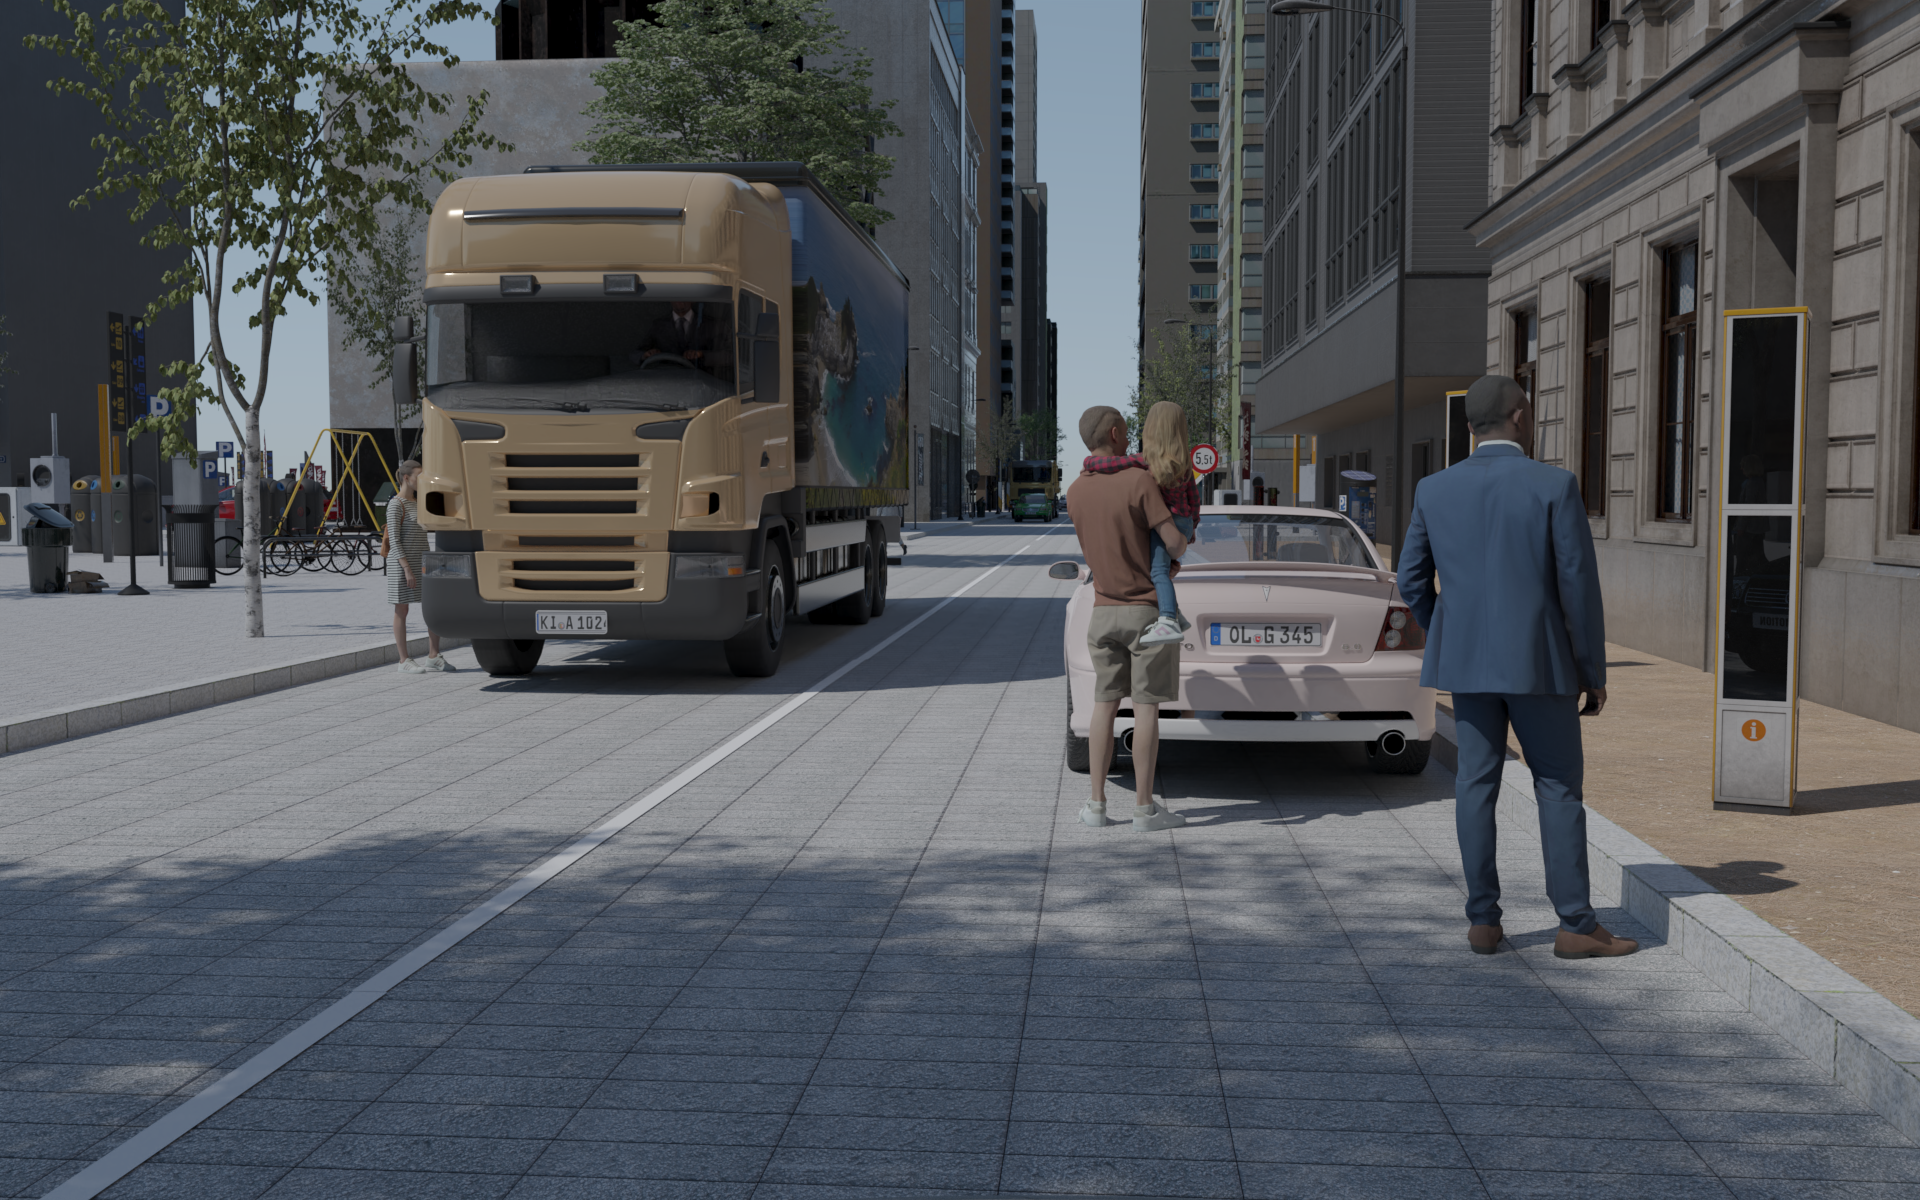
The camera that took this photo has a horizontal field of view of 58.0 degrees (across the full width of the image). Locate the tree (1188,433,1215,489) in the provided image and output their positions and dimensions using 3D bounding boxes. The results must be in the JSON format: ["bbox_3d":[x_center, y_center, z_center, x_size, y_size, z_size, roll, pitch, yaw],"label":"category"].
[{"bbox_3d":[11.055,-6.155,84.354,4.285,4.588,4.351,0,3,0],"label":"tree"}]

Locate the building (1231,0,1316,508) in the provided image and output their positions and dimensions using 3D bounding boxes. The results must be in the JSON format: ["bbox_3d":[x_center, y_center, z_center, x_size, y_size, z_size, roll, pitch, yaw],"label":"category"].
[{"bbox_3d":[20.775,-24.674,87.022,14.154,41.232,14.086,0,4,5],"label":"building"}]

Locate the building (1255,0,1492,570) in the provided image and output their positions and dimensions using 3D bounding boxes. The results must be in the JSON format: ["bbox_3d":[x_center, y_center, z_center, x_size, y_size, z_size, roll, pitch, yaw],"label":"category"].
[{"bbox_3d":[13.673,-14.575,31.816,14.314,27.812,24.014,0,4,5],"label":"building"}]

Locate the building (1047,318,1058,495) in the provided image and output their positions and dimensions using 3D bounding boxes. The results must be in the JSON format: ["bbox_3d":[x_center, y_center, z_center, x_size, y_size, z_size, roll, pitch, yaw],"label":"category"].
[{"bbox_3d":[8.561,-31.121,280.530,14.160,30.474,14.107,0,4,5],"label":"building"}]

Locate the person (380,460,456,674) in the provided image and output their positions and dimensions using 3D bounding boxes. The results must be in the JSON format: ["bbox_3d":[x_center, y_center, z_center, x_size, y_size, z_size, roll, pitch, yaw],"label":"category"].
[{"bbox_3d":[-4.394,-0.267,13.870,0.522,1.701,0.512,1,4,13],"label":"person"}]

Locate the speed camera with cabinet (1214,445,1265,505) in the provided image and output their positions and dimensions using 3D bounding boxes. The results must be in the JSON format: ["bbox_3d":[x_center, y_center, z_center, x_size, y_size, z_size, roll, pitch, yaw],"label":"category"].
[{"bbox_3d":[11.269,-4.617,69.827,2.038,3.252,0.660,-1,4,-21],"label":"speed camera with cabinet"}]

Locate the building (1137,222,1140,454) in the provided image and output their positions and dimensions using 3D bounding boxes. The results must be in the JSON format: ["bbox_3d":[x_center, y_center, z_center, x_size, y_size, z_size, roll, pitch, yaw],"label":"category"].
[{"bbox_3d":[38.967,-39.804,270.402,23.786,49.044,30.456,0,4,5],"label":"building"}]

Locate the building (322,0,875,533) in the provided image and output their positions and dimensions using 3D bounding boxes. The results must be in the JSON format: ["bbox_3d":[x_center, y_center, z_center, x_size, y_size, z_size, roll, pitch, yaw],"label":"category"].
[{"bbox_3d":[-11.763,-12.045,64.393,16.820,18.784,16.811,0,4,5],"label":"building"}]

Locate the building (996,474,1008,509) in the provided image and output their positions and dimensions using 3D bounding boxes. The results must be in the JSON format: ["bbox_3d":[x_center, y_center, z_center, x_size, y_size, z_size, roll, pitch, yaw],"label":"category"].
[{"bbox_3d":[-11.401,-28.442,156.905,32.217,40.220,23.993,0,4,5],"label":"building"}]

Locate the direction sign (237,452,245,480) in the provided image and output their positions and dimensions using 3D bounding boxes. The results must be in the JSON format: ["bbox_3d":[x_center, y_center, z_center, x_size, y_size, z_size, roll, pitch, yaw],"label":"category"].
[{"bbox_3d":[-38.273,-6.131,92.244,0.876,3.537,0.379,3,5,42],"label":"direction sign"}]

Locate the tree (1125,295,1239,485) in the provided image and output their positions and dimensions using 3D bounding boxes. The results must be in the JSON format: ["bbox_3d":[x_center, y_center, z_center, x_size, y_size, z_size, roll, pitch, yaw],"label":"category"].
[{"bbox_3d":[8.321,-6.915,63.428,4.360,8.622,3.978,0,3,0],"label":"tree"}]

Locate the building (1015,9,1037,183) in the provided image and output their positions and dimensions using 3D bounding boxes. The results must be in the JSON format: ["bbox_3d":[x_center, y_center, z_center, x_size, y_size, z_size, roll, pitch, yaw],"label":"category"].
[{"bbox_3d":[3.443,-50.402,262.327,20.563,71.187,20.611,0,4,5],"label":"building"}]

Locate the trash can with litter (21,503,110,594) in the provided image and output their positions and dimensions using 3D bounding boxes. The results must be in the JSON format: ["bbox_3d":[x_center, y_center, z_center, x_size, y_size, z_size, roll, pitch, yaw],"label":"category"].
[{"bbox_3d":[-11.617,-0.682,22.537,1.055,1.170,0.624,0,4,7],"label":"trash can with litter"}]

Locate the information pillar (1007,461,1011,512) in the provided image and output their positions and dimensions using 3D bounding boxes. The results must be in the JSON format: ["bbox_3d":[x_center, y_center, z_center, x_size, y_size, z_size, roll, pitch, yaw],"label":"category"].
[{"bbox_3d":[3.429,-7.953,121.387,0.183,3.616,0.504,2,4,26],"label":"information pillar"}]

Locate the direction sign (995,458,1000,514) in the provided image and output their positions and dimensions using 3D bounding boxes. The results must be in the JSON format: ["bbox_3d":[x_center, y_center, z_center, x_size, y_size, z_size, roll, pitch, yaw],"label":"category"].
[{"bbox_3d":[2.380,-7.165,109.137,0.379,3.537,0.876,1,4,17],"label":"direction sign"}]

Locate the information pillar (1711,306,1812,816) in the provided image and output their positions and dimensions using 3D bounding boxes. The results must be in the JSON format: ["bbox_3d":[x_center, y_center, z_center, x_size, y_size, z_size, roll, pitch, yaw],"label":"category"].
[{"bbox_3d":[3.248,-0.155,7.021,0.304,2.012,0.304,2,4,29],"label":"information pillar"}]

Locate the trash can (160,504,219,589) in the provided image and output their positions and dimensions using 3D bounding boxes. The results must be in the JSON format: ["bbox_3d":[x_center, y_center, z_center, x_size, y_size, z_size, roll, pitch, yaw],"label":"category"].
[{"bbox_3d":[-10.483,-0.732,23.615,0.748,1.137,0.748,0,3,0],"label":"trash can"}]

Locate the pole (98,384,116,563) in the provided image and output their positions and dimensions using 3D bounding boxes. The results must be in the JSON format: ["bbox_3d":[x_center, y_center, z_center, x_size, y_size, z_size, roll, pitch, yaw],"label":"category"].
[{"bbox_3d":[-15.941,-2.354,32.329,0.158,3.312,0.155,0,3,0],"label":"pole"}]

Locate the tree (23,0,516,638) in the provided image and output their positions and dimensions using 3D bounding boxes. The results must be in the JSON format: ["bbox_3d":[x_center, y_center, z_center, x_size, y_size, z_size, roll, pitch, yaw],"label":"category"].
[{"bbox_3d":[-6.278,-3.984,15.502,4.737,8.622,4.395,0,3,0],"label":"tree"}]

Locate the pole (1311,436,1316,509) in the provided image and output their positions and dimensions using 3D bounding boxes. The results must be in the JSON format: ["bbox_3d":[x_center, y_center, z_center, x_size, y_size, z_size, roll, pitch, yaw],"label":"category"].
[{"bbox_3d":[12.530,-4.123,61.255,0.158,3.312,0.155,0,3,0],"label":"pole"}]

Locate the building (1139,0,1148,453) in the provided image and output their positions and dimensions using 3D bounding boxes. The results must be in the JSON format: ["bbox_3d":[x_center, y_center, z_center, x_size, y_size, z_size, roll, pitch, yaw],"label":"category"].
[{"bbox_3d":[25.587,-31.616,140.619,21.300,48.544,21.600,0,4,5],"label":"building"}]

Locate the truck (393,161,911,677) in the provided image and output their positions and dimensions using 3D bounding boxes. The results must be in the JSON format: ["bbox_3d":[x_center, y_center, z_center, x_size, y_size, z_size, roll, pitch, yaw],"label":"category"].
[{"bbox_3d":[-2.325,-1.719,17.012,2.839,4.237,11.283,0,4,5],"label":"truck"}]

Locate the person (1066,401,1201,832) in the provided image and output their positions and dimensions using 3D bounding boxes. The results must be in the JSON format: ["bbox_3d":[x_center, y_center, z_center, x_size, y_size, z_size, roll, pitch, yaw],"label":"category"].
[{"bbox_3d":[0.767,0.061,7.470,0.580,1.828,0.573,0,4,-7],"label":"person"}]

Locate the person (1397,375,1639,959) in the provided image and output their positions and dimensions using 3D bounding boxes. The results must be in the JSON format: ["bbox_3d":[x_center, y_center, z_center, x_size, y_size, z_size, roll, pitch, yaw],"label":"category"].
[{"bbox_3d":[1.730,0.201,5.404,0.721,1.800,0.419,2,4,29],"label":"person"}]

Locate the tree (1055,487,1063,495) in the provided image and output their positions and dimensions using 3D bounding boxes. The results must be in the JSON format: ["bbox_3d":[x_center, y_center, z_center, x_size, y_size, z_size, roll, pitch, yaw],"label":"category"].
[{"bbox_3d":[14.644,-16.288,260.910,1.663,3.219,1.824,0,3,0],"label":"tree"}]

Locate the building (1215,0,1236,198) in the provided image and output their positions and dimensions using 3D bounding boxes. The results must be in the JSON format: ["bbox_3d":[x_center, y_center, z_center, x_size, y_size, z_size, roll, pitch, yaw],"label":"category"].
[{"bbox_3d":[29.961,-25.886,115.122,32.217,40.220,23.993,0,4,5],"label":"building"}]

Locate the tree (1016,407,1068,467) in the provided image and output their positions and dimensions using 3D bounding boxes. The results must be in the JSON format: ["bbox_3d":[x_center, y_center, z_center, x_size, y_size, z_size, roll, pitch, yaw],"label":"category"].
[{"bbox_3d":[8.978,-17.125,205.753,9.928,11.665,9.643,0,3,0],"label":"tree"}]

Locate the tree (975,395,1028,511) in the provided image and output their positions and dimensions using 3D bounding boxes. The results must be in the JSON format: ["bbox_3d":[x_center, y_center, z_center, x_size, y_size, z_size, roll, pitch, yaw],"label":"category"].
[{"bbox_3d":[2.975,-10.870,128.093,4.360,8.622,3.978,0,3,0],"label":"tree"}]

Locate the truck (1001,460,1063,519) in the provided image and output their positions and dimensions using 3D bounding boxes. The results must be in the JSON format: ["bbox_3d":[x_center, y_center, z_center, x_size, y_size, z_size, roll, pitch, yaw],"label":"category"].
[{"bbox_3d":[4.400,-6.458,101.514,3.469,3.379,9.791,0,4,5],"label":"truck"}]

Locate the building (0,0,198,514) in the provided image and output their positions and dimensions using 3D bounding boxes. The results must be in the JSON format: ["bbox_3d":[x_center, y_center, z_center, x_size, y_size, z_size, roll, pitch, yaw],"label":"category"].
[{"bbox_3d":[-44.393,-16.663,65.953,24.014,27.812,14.314,0,4,5],"label":"building"}]

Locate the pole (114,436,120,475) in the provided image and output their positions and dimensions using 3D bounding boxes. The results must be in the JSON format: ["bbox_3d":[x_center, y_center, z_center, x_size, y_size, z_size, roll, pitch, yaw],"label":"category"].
[{"bbox_3d":[-29.698,-4.107,60.998,0.158,3.312,0.155,0,3,0],"label":"pole"}]

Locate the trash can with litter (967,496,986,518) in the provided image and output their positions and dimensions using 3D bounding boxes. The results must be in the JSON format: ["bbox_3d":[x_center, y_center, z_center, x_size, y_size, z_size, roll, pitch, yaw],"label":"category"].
[{"bbox_3d":[0.902,-5.060,94.123,1.055,1.170,0.624,0,4,-2],"label":"trash can with litter"}]

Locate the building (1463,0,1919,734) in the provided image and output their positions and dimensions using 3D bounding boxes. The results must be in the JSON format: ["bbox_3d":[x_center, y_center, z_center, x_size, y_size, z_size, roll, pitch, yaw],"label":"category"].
[{"bbox_3d":[10.025,-8.934,10.700,10.561,19.102,19.286,0,4,5],"label":"building"}]

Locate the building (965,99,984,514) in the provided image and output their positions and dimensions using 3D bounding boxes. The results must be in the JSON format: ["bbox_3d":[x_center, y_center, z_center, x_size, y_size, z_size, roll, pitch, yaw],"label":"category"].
[{"bbox_3d":[-5.842,-19.721,108.343,13.634,28.700,20.117,0,4,5],"label":"building"}]

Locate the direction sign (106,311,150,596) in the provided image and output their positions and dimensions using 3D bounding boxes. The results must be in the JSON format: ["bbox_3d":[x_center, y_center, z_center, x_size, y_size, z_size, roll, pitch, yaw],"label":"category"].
[{"bbox_3d":[-10.522,-1.832,21.949,0.379,3.537,0.876,0,4,2],"label":"direction sign"}]

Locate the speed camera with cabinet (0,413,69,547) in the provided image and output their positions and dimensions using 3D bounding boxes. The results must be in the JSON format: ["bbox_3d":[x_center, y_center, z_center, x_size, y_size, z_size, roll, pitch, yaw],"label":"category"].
[{"bbox_3d":[-22.861,-2.941,42.417,2.038,3.252,0.660,1,4,14],"label":"speed camera with cabinet"}]

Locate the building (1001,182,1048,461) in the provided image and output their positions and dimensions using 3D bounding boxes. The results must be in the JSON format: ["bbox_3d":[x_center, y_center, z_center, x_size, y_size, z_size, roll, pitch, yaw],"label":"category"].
[{"bbox_3d":[3.885,-32.891,221.355,14.154,41.232,14.086,0,4,5],"label":"building"}]

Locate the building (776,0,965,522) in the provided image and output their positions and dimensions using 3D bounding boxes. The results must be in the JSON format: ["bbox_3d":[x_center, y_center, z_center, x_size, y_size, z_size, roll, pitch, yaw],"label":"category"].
[{"bbox_3d":[-6.544,-16.541,88.464,12.078,24.808,19.932,0,4,5],"label":"building"}]

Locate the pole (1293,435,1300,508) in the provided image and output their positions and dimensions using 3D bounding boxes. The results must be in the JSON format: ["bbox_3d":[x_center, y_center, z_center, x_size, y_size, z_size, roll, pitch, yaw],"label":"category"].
[{"bbox_3d":[11.019,-3.846,56.728,0.158,3.312,0.155,0,3,0],"label":"pole"}]

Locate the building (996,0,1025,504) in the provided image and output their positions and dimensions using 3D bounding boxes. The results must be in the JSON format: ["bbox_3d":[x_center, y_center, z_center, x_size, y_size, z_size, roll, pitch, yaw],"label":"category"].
[{"bbox_3d":[-3.965,-53.230,182.974,22.319,86.520,31.000,0,4,5],"label":"building"}]

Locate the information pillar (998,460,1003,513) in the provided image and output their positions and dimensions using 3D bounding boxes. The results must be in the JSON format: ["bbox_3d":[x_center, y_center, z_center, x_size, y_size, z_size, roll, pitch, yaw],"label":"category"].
[{"bbox_3d":[2.774,-7.893,120.401,0.183,3.616,0.504,-2,4,-35],"label":"information pillar"}]

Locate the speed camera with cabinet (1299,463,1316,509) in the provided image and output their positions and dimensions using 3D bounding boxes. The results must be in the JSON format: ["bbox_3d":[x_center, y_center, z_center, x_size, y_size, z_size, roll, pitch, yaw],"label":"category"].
[{"bbox_3d":[11.347,-3.667,54.291,0.660,3.252,2.038,3,4,38],"label":"speed camera with cabinet"}]

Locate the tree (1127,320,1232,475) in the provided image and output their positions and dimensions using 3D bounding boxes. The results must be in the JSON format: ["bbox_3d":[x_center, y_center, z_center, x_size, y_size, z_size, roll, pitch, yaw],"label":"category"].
[{"bbox_3d":[9.047,-7.532,73.513,4.737,8.622,4.395,0,3,0],"label":"tree"}]

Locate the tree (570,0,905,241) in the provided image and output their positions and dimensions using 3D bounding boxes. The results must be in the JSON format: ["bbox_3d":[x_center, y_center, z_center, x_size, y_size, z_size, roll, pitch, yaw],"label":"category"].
[{"bbox_3d":[-4.597,-7.157,35.137,7.486,12.596,7.792,0,3,0],"label":"tree"}]

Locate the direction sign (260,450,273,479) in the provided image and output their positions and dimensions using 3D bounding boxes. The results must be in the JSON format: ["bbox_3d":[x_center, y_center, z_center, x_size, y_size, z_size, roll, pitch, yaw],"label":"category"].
[{"bbox_3d":[-36.075,-5.993,89.989,0.876,3.537,0.379,1,4,11],"label":"direction sign"}]

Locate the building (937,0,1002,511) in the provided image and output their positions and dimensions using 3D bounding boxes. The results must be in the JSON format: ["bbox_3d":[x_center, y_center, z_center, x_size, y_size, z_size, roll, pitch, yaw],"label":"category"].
[{"bbox_3d":[-4.042,-29.780,137.008,14.600,45.320,14.200,0,4,5],"label":"building"}]

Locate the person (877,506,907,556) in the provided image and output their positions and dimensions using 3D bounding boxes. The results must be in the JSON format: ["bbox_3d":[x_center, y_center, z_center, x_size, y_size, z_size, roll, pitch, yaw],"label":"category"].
[{"bbox_3d":[-1.557,-1.914,39.675,0.818,1.842,0.514,3,5,42],"label":"person"}]

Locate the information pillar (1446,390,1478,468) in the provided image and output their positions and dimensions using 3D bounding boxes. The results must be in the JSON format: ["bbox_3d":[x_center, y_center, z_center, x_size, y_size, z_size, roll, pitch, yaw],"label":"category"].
[{"bbox_3d":[3.689,-0.485,12.420,0.304,2.012,0.304,-2,4,-23],"label":"information pillar"}]

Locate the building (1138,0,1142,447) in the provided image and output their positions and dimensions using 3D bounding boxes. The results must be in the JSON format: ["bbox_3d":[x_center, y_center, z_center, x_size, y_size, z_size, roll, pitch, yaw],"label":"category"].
[{"bbox_3d":[30.019,-39.484,187.566,21.231,58.520,28.212,0,4,5],"label":"building"}]
